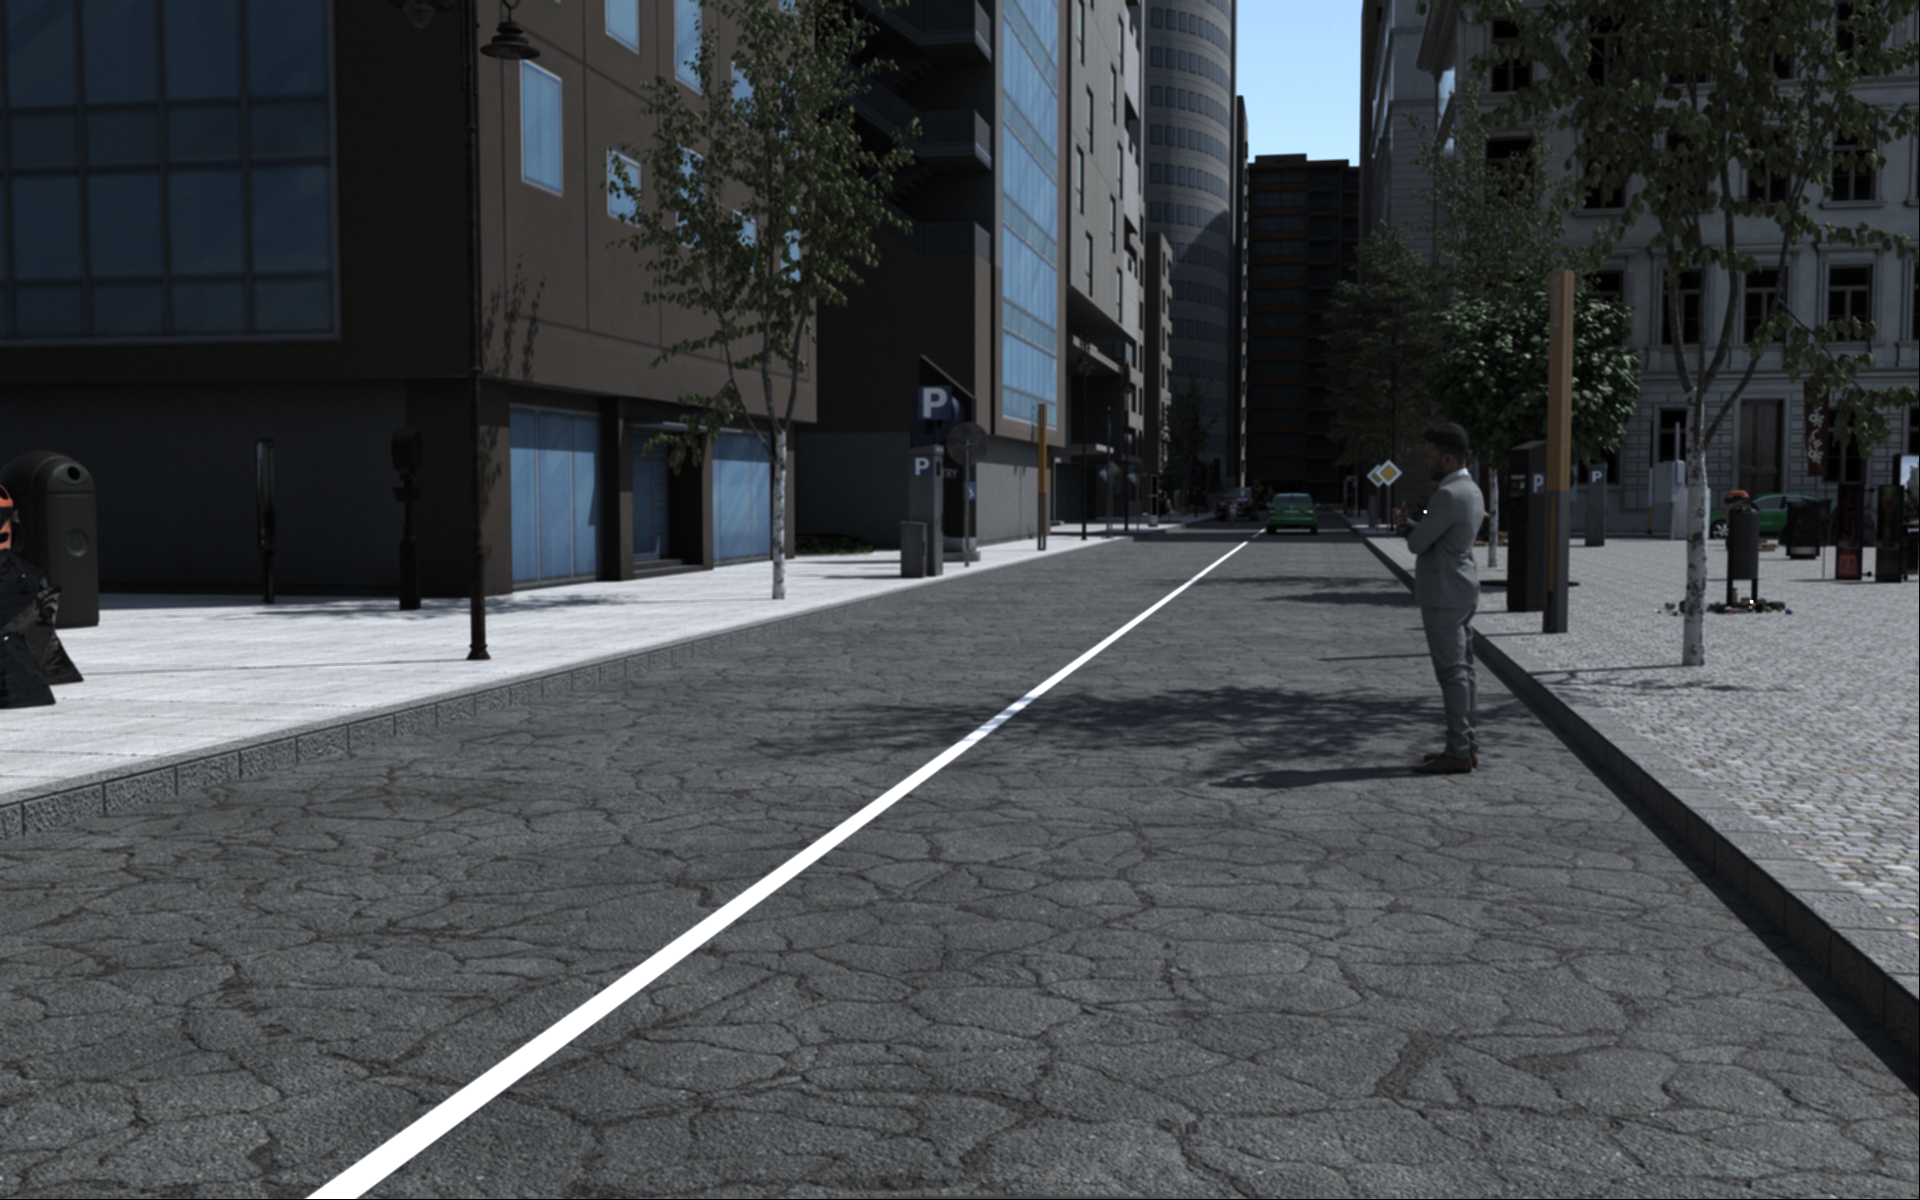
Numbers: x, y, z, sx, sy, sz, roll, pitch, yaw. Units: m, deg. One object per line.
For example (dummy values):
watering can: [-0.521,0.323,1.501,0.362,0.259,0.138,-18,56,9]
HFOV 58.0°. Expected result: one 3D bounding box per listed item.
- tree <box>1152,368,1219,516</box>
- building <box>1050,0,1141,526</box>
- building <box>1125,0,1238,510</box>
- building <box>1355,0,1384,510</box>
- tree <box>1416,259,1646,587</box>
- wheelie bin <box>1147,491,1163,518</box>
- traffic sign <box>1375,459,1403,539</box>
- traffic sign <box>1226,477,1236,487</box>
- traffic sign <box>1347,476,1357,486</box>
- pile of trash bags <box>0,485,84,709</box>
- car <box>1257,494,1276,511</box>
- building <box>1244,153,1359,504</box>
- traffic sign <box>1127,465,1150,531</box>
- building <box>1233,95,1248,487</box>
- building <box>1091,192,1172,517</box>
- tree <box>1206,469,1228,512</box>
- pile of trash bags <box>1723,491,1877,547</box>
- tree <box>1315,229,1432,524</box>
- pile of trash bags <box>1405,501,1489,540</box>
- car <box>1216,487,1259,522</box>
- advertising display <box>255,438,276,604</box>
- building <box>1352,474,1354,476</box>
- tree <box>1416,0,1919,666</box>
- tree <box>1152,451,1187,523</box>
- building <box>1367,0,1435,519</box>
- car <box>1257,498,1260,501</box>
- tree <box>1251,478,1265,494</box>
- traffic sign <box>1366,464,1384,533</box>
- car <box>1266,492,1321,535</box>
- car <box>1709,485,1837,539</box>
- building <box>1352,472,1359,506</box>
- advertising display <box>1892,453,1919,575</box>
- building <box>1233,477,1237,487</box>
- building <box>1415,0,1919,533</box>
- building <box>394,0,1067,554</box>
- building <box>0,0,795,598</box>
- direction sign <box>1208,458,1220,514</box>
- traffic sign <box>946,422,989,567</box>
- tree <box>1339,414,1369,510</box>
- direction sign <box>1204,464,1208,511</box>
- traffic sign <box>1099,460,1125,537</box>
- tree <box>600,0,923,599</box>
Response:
tree: [13.208,-9.280,102.096,4.737,8.622,4.395,0,3,0]
building: [-6.655,-29.717,75.115,28.713,52.752,27.495,1,4,11]
building: [12.404,-37.089,148.407,21.231,58.520,28.212,1,4,11]
building: [40.687,-30.296,145.443,14.600,45.320,14.200,1,4,11]
tree: [8.096,-2.495,24.506,4.285,4.588,4.351,0,3,0]
wheelie bin: [10.453,-5.206,93.019,0.693,1.594,0.980,2,4,25]
traffic sign: [12.339,-2.831,49.922,0.795,2.450,0.064,1,4,11]
traffic sign: [20.005,-7.820,127.969,0.768,2.556,0.104,1,4,14]
traffic sign: [22.159,-5.860,97.934,0.606,2.300,0.079,1,4,19]
pile of trash bags: [-6.823,-0.104,11.459,1.912,1.369,3.447,-1,4,-18]
car: [27.029,-8.662,151.413,2.009,1.686,4.222,1,4,13]
building: [40.981,-34.956,226.149,28.867,44.769,22.147,1,4,11]
traffic sign: [6.107,-3.408,59.359,0.795,2.450,0.064,1,4,11]
building: [21.674,-35.116,197.855,21.600,48.544,21.300,1,4,11]
building: [-1.382,-16.320,111.867,27.650,21.520,28.899,1,4,11]
tree: [17.785,-7.807,122.245,1.663,3.219,1.824,0,3,0]
pile of trash bags: [20.818,-2.033,42.999,3.447,1.369,1.912,1,4,22]
tree: [18.796,-9.584,74.828,7.486,12.596,7.792,0,3,0]
pile of trash bags: [14.127,-2.313,47.566,3.447,1.369,1.912,-1,4,-9]
car: [14.811,-5.114,92.294,2.281,1.827,5.304,1,4,12]
advertising display: [-8.220,-0.936,20.513,0.123,1.923,0.974,-2,4,-27]
building: [50.250,-33.426,166.129,23.786,49.044,30.456,1,4,11]
tree: [5.393,-3.802,12.527,4.737,8.622,4.395,0,3,0]
tree: [9.321,-5.105,78.063,1.663,3.219,1.824,0,3,0]
building: [28.601,-19.436,95.275,11.434,29.767,29.804,1,4,11]
car: [29.318,-9.331,164.358,2.131,1.459,4.920,1,4,12]
tree: [34.181,-12.499,198.967,1.663,3.219,1.824,0,3,0]
traffic sign: [13.936,-3.309,57.746,0.795,2.450,0.064,1,4,11]
car: [12.035,-3.290,62.584,1.959,1.807,4.718,1,4,12]
car: [23.842,-2.588,51.106,4.718,1.807,1.959,1,4,13]
building: [53.646,-46.026,190.771,20.563,71.187,20.611,1,4,11]
advertising display: [15.106,-1.363,27.502,0.974,1.923,0.123,-2,4,-33]
building: [11.714,-29.599,175.818,32.217,40.220,23.993,1,4,11]
building: [27.126,-13.743,60.855,21.152,22.565,11.583,1,4,11]
building: [-5.100,-24.253,46.645,14.200,45.320,14.600,1,4,11]
building: [-11.039,-23.099,27.784,14.600,45.320,14.200,1,4,11]
direction sign: [16.192,-7.170,109.230,0.379,3.537,0.876,2,4,31]
traffic sign: [0.123,-1.859,30.501,0.768,2.556,0.104,1,4,12]
tree: [31.198,-11.315,135.359,4.360,8.622,3.978,0,3,0]
direction sign: [18.419,-8.352,128.556,0.876,3.537,0.379,0,4,0]
traffic sign: [4.510,-2.929,51.534,0.795,2.450,0.064,1,4,11]
tree: [-2.291,-4.330,21.153,4.737,8.622,4.395,0,3,0]
